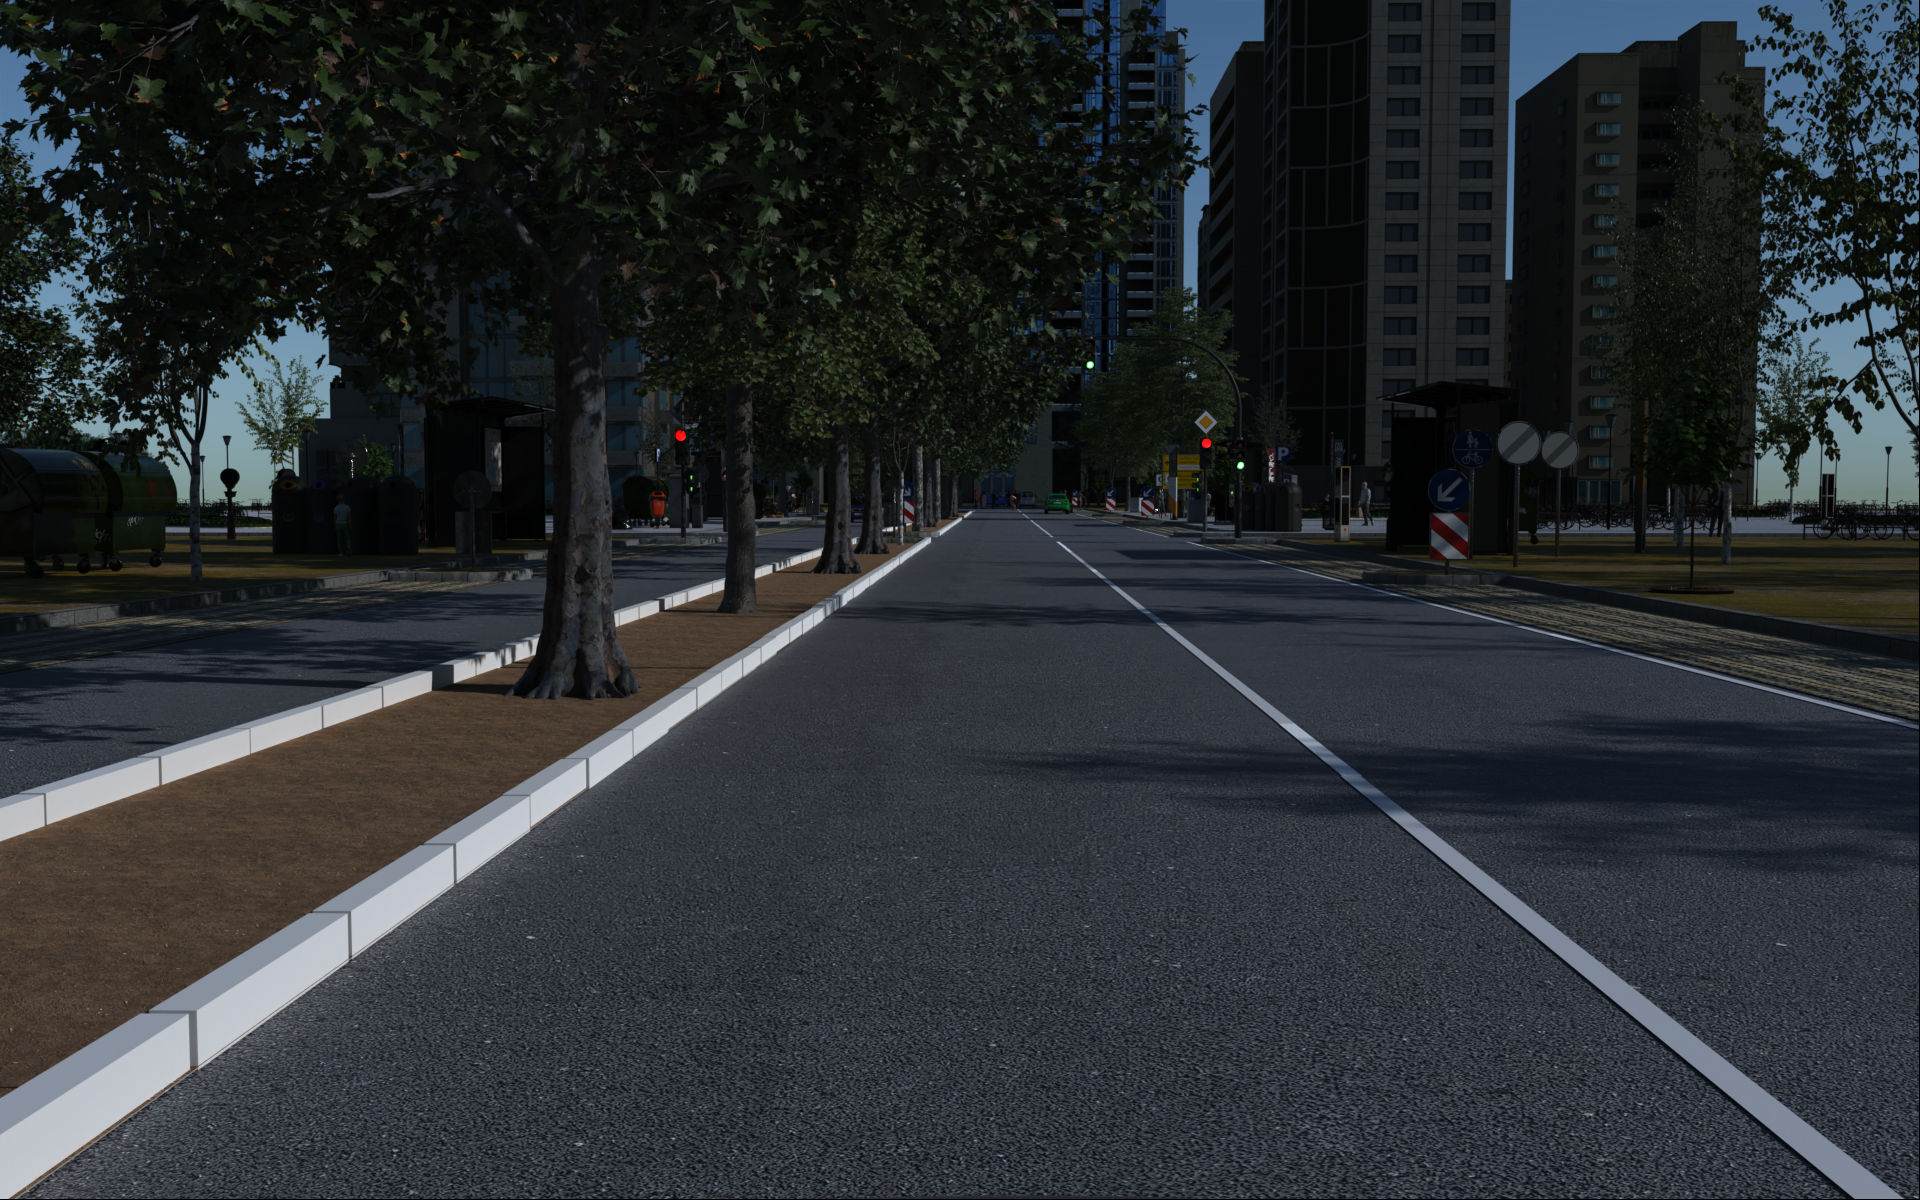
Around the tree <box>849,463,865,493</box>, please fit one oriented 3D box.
[{"bbox_3d":[-8.956,-10.538,156.010,4.285,4.588,4.351,0,3,0],"label":"tree"}]

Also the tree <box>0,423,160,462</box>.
[{"bbox_3d":[-64.657,-9.665,120.925,11.467,7.101,20.602,0,4,-4],"label":"tree"}]

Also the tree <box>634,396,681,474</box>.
[{"bbox_3d":[-22.545,-10.977,129.834,4.360,8.622,3.978,0,3,0],"label":"tree"}]

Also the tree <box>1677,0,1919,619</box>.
[{"bbox_3d":[9.910,-4.122,17.751,4.737,8.622,4.395,0,3,0],"label":"tree"}]

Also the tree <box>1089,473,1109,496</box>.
[{"bbox_3d":[12.524,-9.904,156.526,1.663,3.219,1.824,0,3,0],"label":"tree"}]

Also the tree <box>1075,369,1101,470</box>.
[{"bbox_3d":[12.545,-12.958,129.998,7.486,12.596,7.792,0,3,0],"label":"tree"}]

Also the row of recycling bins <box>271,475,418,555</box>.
[{"bbox_3d":[-13.157,-1.831,37.049,3.534,1.692,1.069,1,4,18],"label":"row of recycling bins"}]

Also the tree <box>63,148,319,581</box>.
[{"bbox_3d":[-11.286,-4.599,25.554,4.737,8.622,4.395,0,3,0],"label":"tree"}]

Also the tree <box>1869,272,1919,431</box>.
[{"bbox_3d":[25.306,-5.688,43.358,4.360,8.622,3.978,0,3,0],"label":"tree"}]

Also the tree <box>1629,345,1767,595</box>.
[{"bbox_3d":[9.682,-1.709,22.537,1.663,3.219,1.824,0,3,0],"label":"tree"}]

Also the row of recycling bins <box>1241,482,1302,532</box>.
[{"bbox_3d":[10.802,-3.241,60.110,1.069,1.692,3.534,-1,4,-17],"label":"row of recycling bins"}]

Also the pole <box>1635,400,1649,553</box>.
[{"bbox_3d":[14.893,-2.690,37.830,0.158,3.312,0.155,0,3,0],"label":"pole"}]

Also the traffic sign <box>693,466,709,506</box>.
[{"bbox_3d":[-11.485,-4.688,76.757,0.768,2.556,0.104,0,4,3],"label":"traffic sign"}]

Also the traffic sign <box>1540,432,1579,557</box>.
[{"bbox_3d":[12.217,-2.157,35.370,0.768,2.556,0.104,0,4,6],"label":"traffic sign"}]

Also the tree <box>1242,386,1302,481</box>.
[{"bbox_3d":[21.121,-10.191,116.982,4.360,8.622,3.978,0,3,0],"label":"tree"}]

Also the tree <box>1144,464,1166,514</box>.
[{"bbox_3d":[12.635,-7.093,110.576,1.663,3.219,1.824,0,3,0],"label":"tree"}]

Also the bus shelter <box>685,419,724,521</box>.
[{"bbox_3d":[-12.115,-6.642,86.232,2.179,5.291,8.768,0,4,1],"label":"bus shelter"}]

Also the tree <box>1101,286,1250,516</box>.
[{"bbox_3d":[12.093,-10.828,95.161,7.486,12.596,7.792,0,3,0],"label":"tree"}]

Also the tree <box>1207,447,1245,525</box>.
[{"bbox_3d":[10.910,-4.721,71.795,1.663,3.219,1.824,0,3,0],"label":"tree"}]

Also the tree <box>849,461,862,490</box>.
[{"bbox_3d":[-8.588,-11.916,145.186,4.737,8.622,4.395,0,3,0],"label":"tree"}]

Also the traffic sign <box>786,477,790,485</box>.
[{"bbox_3d":[-12.955,-7.828,128.087,0.768,2.556,0.104,0,4,8],"label":"traffic sign"}]

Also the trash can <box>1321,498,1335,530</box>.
[{"bbox_3d":[13.186,-3.050,61.513,0.748,1.137,0.748,0,3,0],"label":"trash can"}]

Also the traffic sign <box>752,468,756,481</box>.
[{"bbox_3d":[-9.794,-4.880,79.899,0.768,2.556,0.104,1,4,8],"label":"traffic sign"}]

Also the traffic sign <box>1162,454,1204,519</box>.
[{"bbox_3d":[11.461,-5.797,88.660,2.265,3.308,0.079,0,4,2],"label":"traffic sign"}]

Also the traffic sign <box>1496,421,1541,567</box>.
[{"bbox_3d":[9.752,-1.849,30.329,0.768,2.556,0.104,0,4,4],"label":"traffic sign"}]

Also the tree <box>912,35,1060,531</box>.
[{"bbox_3d":[-2.742,-12.541,63.398,12.611,20.169,13.585,0,3,0],"label":"tree"}]

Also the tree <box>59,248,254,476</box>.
[{"bbox_3d":[-18.153,-5.502,40.327,4.360,8.622,3.978,0,3,0],"label":"tree"}]

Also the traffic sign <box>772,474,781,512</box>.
[{"bbox_3d":[-11.397,-6.669,109.045,0.884,2.594,0.081,0,4,8],"label":"traffic sign"}]

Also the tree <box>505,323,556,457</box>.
[{"bbox_3d":[-17.312,-7.563,74.018,4.360,8.622,3.978,0,3,0],"label":"tree"}]

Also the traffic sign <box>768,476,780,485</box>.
[{"bbox_3d":[-11.699,-6.661,108.646,0.795,2.593,0.064,0,4,4],"label":"traffic sign"}]

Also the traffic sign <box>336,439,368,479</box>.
[{"bbox_3d":[-14.204,-2.468,40.458,0.768,2.556,0.104,0,4,4],"label":"traffic sign"}]

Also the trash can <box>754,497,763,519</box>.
[{"bbox_3d":[-10.348,-4.675,88.089,0.748,1.137,0.748,0,3,0],"label":"trash can"}]

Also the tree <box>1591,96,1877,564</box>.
[{"bbox_3d":[13.868,-4.973,31.671,4.360,8.622,3.978,0,3,0],"label":"tree"}]

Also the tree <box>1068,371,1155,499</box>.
[{"bbox_3d":[12.694,-13.390,144.680,9.928,11.665,9.643,0,3,0],"label":"tree"}]

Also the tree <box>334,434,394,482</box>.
[{"bbox_3d":[-32.644,-6.815,95.137,4.285,4.588,4.351,0,3,0],"label":"tree"}]

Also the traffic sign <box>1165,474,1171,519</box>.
[{"bbox_3d":[10.477,-5.134,86.071,0.606,2.300,0.079,1,4,10],"label":"traffic sign"}]

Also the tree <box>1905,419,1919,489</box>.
[{"bbox_3d":[67.560,-9.118,111.982,11.467,7.101,20.602,0,4,-1],"label":"tree"}]

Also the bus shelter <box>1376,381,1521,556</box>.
[{"bbox_3d":[10.894,-2.921,39.042,1.731,3.624,6.357,0,4,1],"label":"bus shelter"}]

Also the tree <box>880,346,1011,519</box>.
[{"bbox_3d":[-0.470,-12.735,117.323,9.857,13.997,8.962,0,3,0],"label":"tree"}]

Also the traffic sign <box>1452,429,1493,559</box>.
[{"bbox_3d":[10.058,-2.076,34.056,0.768,2.556,0.104,1,4,9],"label":"traffic sign"}]

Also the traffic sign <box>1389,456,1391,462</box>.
[{"bbox_3d":[12.160,-2.902,47.562,0.768,2.556,0.104,1,4,10],"label":"traffic sign"}]

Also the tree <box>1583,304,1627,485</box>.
[{"bbox_3d":[19.423,-5.914,47.059,4.737,8.622,4.395,0,3,0],"label":"tree"}]

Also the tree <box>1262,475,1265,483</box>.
[{"bbox_3d":[13.991,-5.493,84.412,1.663,3.219,1.824,0,3,0],"label":"tree"}]

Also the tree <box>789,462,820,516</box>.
[{"bbox_3d":[-9.447,-6.676,103.753,1.663,3.219,1.824,0,3,0],"label":"tree"}]

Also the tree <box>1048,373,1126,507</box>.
[{"bbox_3d":[13.978,-16.183,174.964,12.009,13.543,11.850,0,3,0],"label":"tree"}]

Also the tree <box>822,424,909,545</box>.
[{"bbox_3d":[-1.678,-5.846,48.403,4.360,8.622,3.978,0,3,0],"label":"tree"}]

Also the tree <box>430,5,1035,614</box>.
[{"bbox_3d":[-2.741,-6.133,20.854,7.486,12.596,7.792,0,3,0],"label":"tree"}]

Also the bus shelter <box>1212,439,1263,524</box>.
[{"bbox_3d":[12.246,-5.256,77.217,1.731,3.624,6.357,0,4,1],"label":"bus shelter"}]

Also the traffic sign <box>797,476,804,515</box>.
[{"bbox_3d":[-9.522,-6.425,105.161,0.768,2.556,0.104,0,4,2],"label":"traffic sign"}]

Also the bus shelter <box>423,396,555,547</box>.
[{"bbox_3d":[-11.986,-3.264,44.655,1.731,3.624,6.357,0,4,1],"label":"bus shelter"}]

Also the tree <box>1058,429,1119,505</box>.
[{"bbox_3d":[14.867,-16.491,204.032,7.601,10.594,8.767,2,4,34],"label":"tree"}]
